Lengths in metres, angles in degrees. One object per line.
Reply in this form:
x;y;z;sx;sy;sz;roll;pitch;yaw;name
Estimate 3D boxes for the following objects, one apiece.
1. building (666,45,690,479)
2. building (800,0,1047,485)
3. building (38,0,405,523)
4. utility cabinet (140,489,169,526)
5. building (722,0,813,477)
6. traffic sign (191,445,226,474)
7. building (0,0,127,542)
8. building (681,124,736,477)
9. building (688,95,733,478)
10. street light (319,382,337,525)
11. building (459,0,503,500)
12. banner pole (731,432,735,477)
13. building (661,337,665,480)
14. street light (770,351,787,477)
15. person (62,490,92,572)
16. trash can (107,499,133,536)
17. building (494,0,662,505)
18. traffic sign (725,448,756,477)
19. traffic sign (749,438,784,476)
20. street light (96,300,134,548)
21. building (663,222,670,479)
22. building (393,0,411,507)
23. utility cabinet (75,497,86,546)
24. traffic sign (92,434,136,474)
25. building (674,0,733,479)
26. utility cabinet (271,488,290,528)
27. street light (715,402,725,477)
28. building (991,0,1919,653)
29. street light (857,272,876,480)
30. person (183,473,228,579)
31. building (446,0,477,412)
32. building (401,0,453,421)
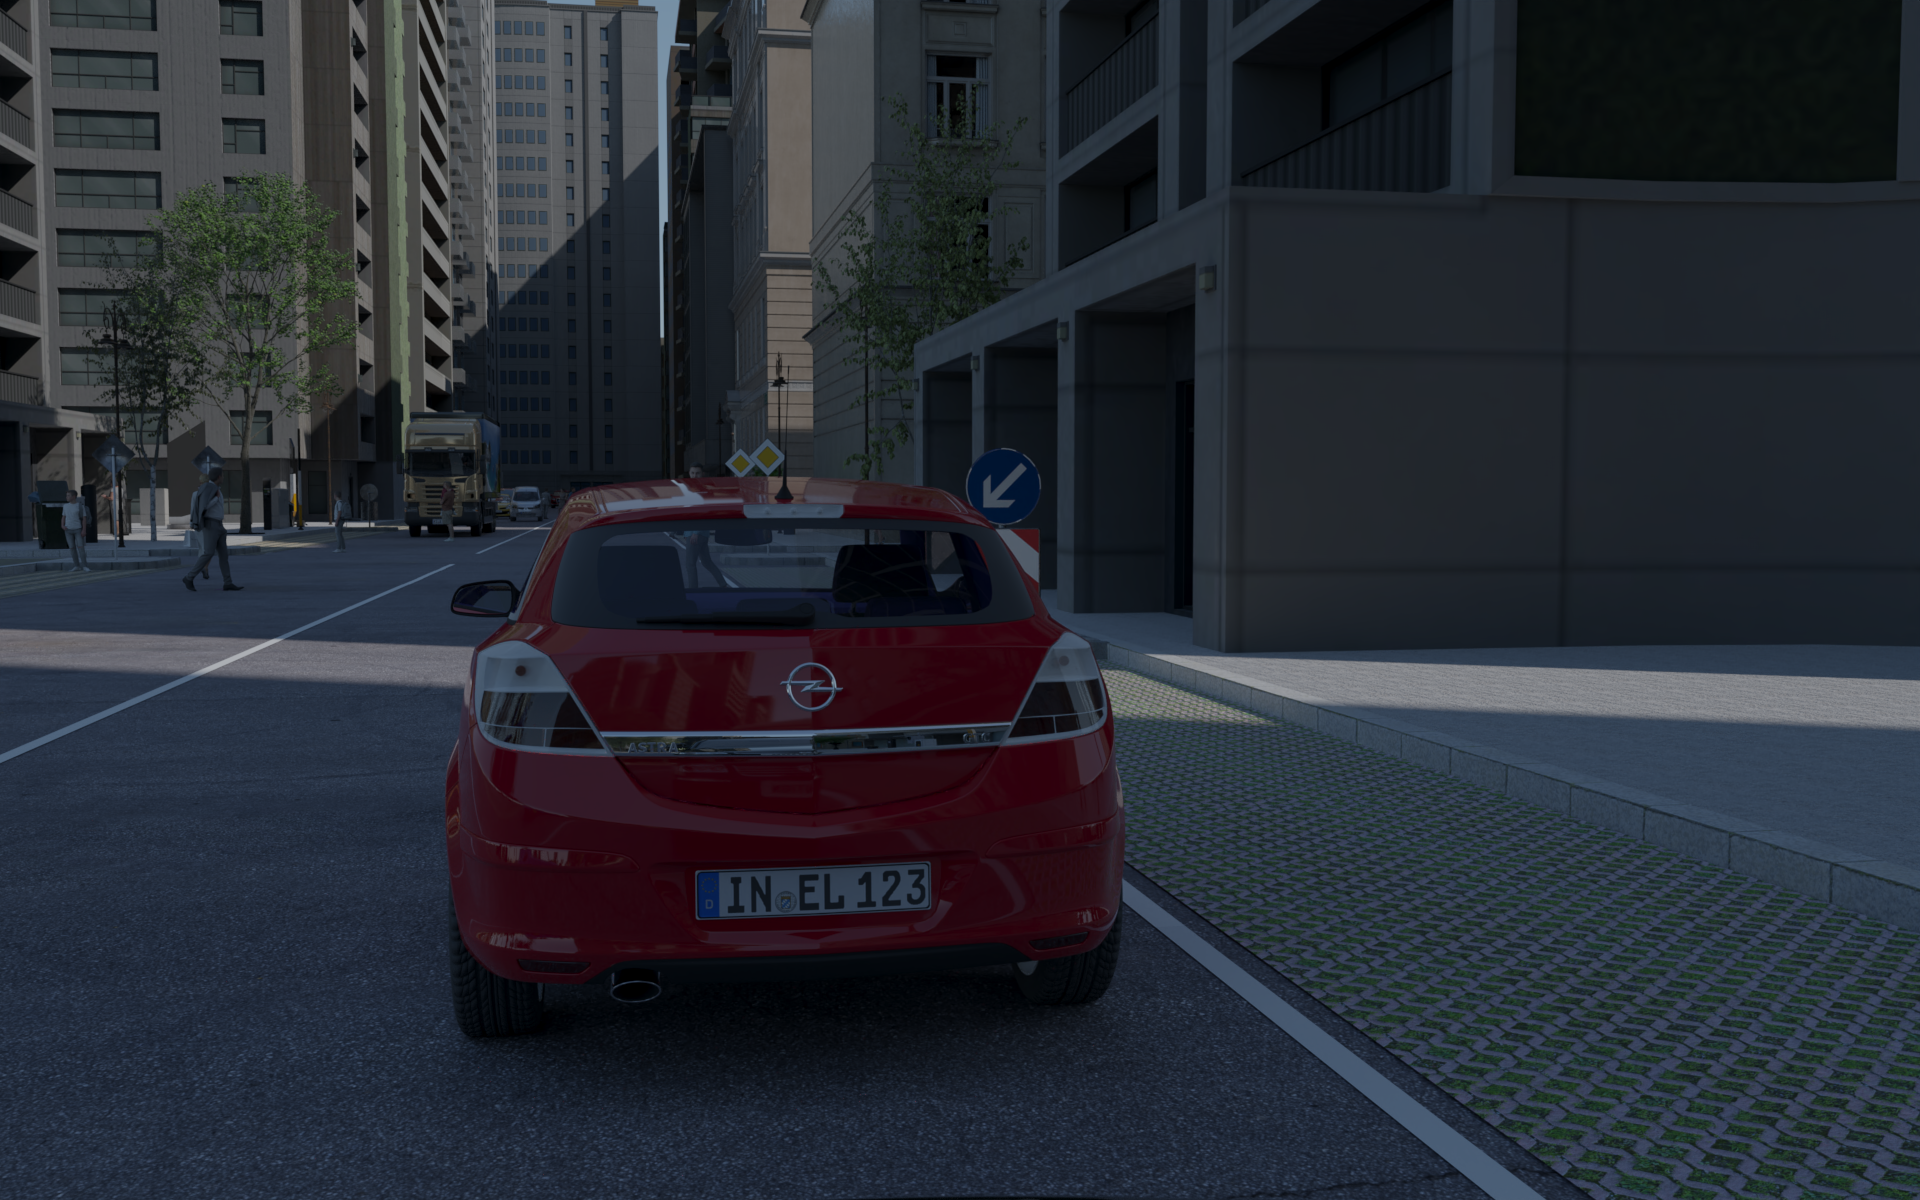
-21.756;-31.917;171.958;14.600;45.320;14.200;-1;4;-11;building
10.304;-13.531;54.518;30.059;22.955;16.112;-1;4;-11;building
-34.522;-18.948;81.496;14.160;30.474;14.107;-1;4;-11;building
-32.121;-3.697;69.126;1.173;1.500;0.318;1;4;16;utility cabinet
-3.583;-17.973;79.764;13.634;28.700;20.117;-1;4;-11;building
-17.994;-2.403;41.485;0.795;2.593;0.064;-1;4;-11;traffic sign
-36.220;-37.280;47.787;20.563;71.187;20.611;-1;4;-11;building
-8.968;-17.449;104.350;14.314;24.678;30.058;-1;4;-11;building
-13.301;-21.921;130.107;14.160;30.474;14.107;-1;4;-11;building
-26.177;-6.059;71.852;0.468;5.910;1.993;-1;4;-11;street light
-58.293;-45.135;176.203;20.611;71.187;20.563;-1;4;-11;building
-9.179;-4.908;70.270;0.401;3.779;0.863;-1;4;-15;banner pole
-23.083;-22.770;217.334;28.899;21.520;27.650;-1;4;-11;building
-5.867;-5.106;56.269;0.468;5.910;1.993;-1;4;-11;street light
-16.222;-1.268;31.831;0.503;1.515;0.523;-2;4;-32;person
-25.866;-2.551;53.364;0.748;1.137;0.748;0;3;0;trash can
-50.204;-40.623;206.184;28.212;58.520;21.231;-1;4;-11;building
-5.539;-2.553;43.930;0.795;2.593;0.064;-1;4;-11;traffic sign
-3.982;-2.074;36.098;0.795;2.593;0.064;-1;4;-11;traffic sign
-20.163;-4.201;41.473;0.468;5.910;1.993;-1;4;-11;street light
-24.833;-25.373;186.554;14.160;30.474;14.107;-1;4;-11;building
-40.829;-25.615;102.403;14.154;41.232;14.086;-1;4;-11;building
-22.065;-1.929;42.695;1.020;1.237;0.306;1;4;20;utility cabinet
-16.437;-1.924;33.652;0.795;2.593;0.064;-1;4;-11;traffic sign
-13.499;-30.392;151.535;22.147;44.769;28.867;-1;4;-11;building
-25.153;-3.390;64.103;0.318;1.500;1.173;0;4;-5;utility cabinet
-12.040;-6.983;86.955;0.468;5.910;1.993;-1;4;-11;street light
11.260;-35.471;18.205;20.563;71.187;20.611;-1;4;-11;building
-1.945;-3.872;36.101;0.468;5.910;1.993;-1;4;-11;street light
-12.766;-1.245;29.215;0.694;1.780;0.624;1;4;11;person
-53.640;-32.323;148.090;23.786;49.044;30.456;-1;4;-11;building
-48.132;-30.503;122.422;21.300;48.544;21.600;-1;4;-11;building
